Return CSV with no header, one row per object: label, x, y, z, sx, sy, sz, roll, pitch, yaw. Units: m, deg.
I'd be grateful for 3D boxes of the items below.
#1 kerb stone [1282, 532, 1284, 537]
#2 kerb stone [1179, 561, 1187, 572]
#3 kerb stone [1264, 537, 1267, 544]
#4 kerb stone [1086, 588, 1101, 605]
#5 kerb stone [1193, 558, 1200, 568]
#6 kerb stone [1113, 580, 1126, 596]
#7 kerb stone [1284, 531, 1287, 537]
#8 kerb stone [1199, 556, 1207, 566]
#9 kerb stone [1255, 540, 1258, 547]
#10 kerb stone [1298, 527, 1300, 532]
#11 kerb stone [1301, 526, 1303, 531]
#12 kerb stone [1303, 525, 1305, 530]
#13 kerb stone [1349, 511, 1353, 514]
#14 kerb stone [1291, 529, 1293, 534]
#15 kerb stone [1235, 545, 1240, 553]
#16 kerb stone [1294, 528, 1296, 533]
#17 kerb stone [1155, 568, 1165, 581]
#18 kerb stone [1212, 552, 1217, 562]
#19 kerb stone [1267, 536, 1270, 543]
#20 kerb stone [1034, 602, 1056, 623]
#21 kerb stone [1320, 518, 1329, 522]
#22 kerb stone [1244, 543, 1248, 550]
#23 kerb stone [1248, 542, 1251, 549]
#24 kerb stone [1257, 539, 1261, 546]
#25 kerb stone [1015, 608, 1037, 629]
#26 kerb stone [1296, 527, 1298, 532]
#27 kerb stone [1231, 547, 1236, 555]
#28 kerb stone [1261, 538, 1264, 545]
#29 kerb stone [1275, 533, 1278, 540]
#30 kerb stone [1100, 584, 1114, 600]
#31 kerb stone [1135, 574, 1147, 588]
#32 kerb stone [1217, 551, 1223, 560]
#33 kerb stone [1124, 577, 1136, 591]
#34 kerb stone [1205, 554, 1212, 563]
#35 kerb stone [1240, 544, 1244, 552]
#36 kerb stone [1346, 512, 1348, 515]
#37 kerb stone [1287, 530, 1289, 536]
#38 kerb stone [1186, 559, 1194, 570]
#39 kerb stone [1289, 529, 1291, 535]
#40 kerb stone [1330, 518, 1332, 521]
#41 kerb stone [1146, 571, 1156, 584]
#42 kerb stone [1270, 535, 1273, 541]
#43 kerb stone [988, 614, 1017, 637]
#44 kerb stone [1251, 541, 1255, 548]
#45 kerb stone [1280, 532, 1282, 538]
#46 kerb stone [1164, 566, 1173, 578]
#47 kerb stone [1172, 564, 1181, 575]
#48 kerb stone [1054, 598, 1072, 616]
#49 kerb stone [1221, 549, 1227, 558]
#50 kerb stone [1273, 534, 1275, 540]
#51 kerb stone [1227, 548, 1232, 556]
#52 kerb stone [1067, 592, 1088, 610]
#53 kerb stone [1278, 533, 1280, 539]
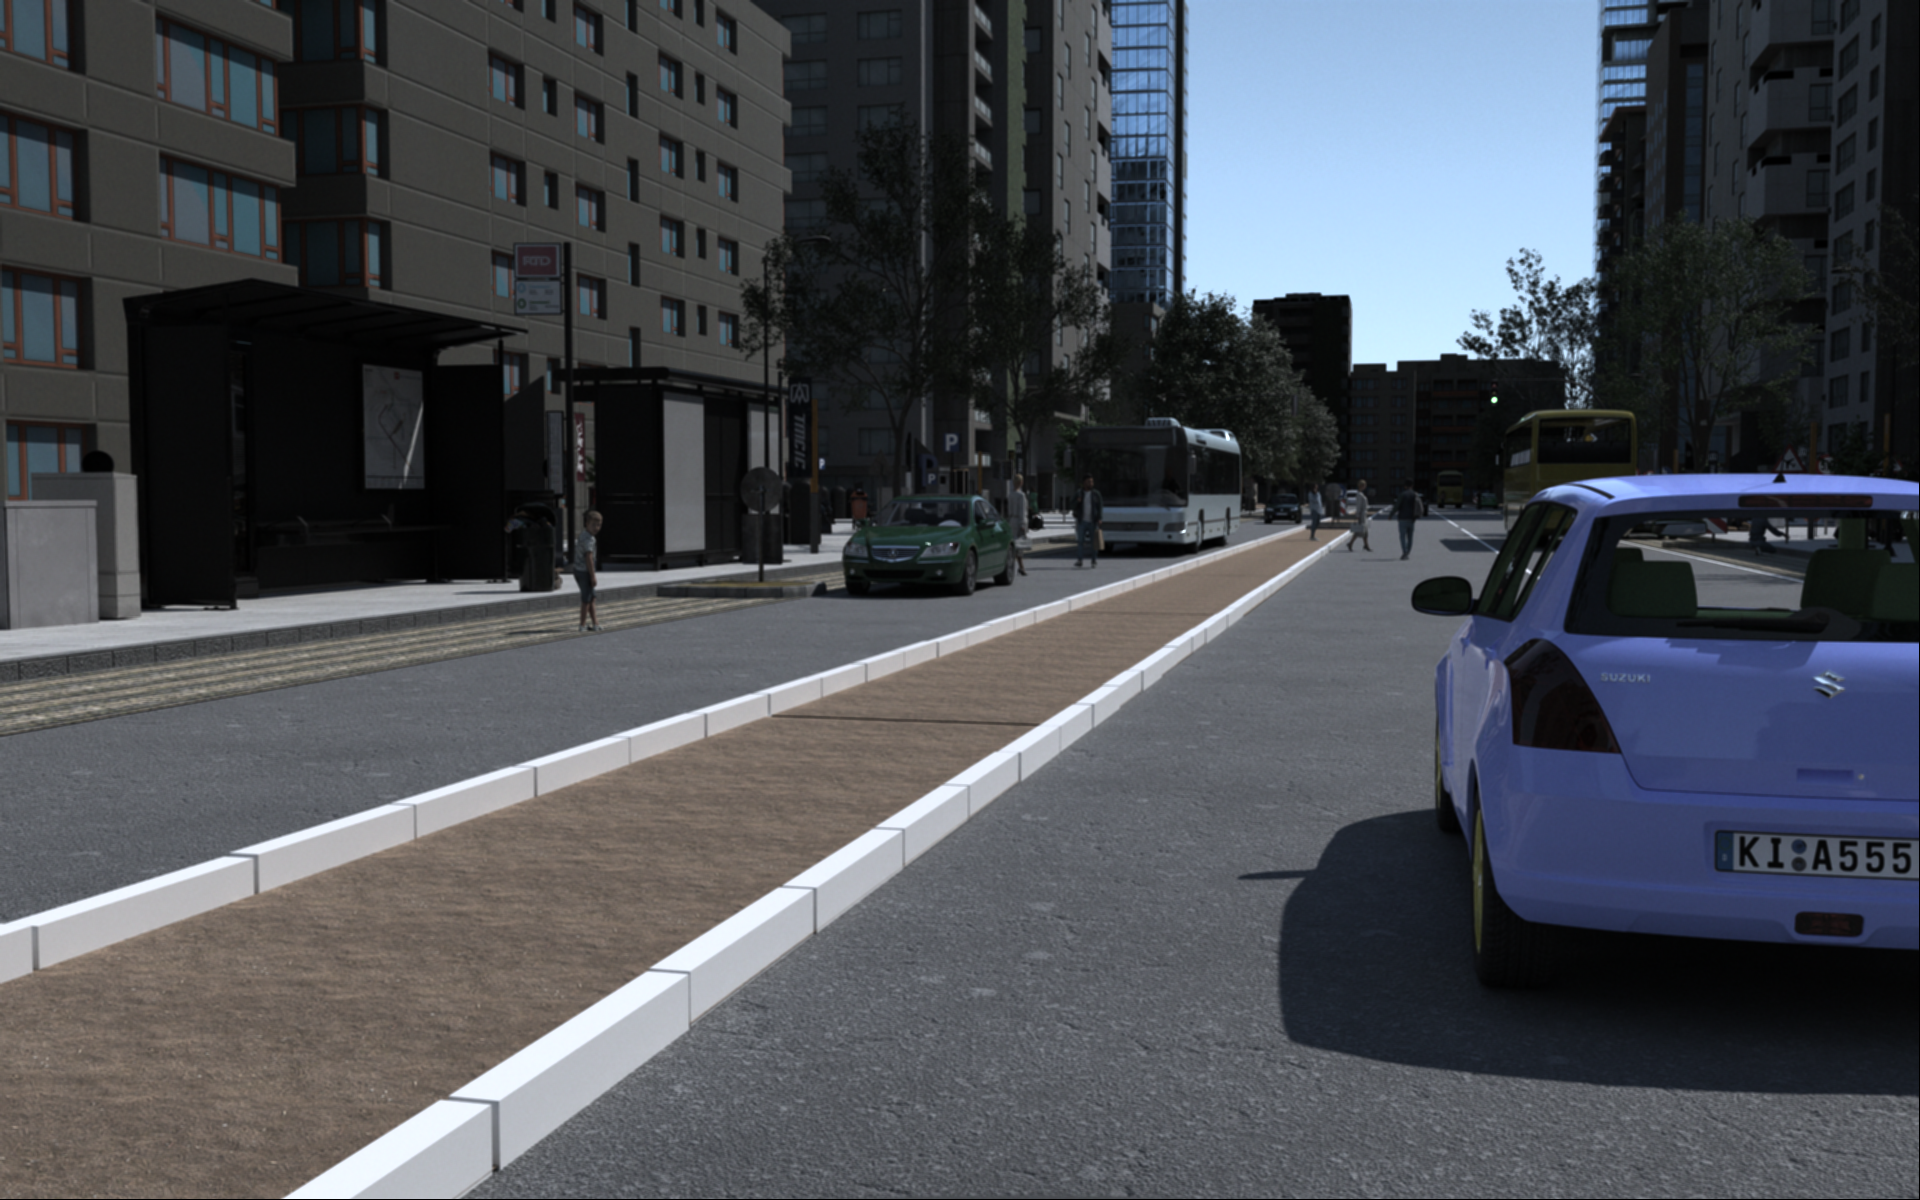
kerb stone,10.361,-2.085,56.277,0.120,0.150,1.000,1,4,14
kerb stone,3.963,-0.568,31.486,0.120,0.150,1.000,1,4,14
kerb stone,8.571,-1.660,49.339,0.120,0.150,1.000,1,4,14
kerb stone,1.660,-0.021,22.541,0.120,0.150,1.000,1,4,14
kerb stone,4.473,-0.689,33.466,0.120,0.150,1.000,1,4,14
kerb stone,2.171,-0.143,24.527,0.120,0.150,1.000,1,4,14
kerb stone,10.618,-2.145,57.269,0.120,0.150,1.000,1,4,14
kerb stone,4.739,-0.750,34.463,0.120,0.150,1.000,1,4,14
kerb stone,7.802,-1.478,46.362,0.120,0.150,1.000,1,4,14
kerb stone,12.414,-2.570,64.216,0.120,0.150,1.000,1,4,14
kerb stone,12.927,-2.688,66.201,0.120,0.150,1.000,1,4,14
kerb stone,13.180,-2.747,67.192,0.120,0.150,1.000,1,4,14
kerb stone,28.426,-6.366,126.280,0.120,0.150,1.000,1,4,14
kerb stone,11.387,-2.318,60.250,0.120,0.150,1.000,1,4,14
kerb stone,6.527,-1.174,41.410,0.120,0.150,1.000,1,4,14
kerb stone,11.900,-2.449,62.236,0.120,0.150,1.000,1,4,14
kerb stone,3.205,-0.386,28.510,0.120,0.150,1.000,1,4,14
kerb stone,5.247,-0.872,36.449,0.120,0.150,1.000,1,4,14
kerb stone,8.833,-1.721,50.330,0.120,0.150,1.000,1,4,14
kerb stone,0.898,0.161,19.569,0.120,0.150,1.000,1,4,14
kerb stone,18.436,-4.000,87.597,0.120,0.150,1.000,1,4,14
kerb stone,7.040,-1.296,43.390,0.120,0.150,1.000,1,4,14
kerb stone,7.299,-1.357,44.379,0.120,0.150,1.000,1,4,14
kerb stone,8.054,-1.537,47.357,0.120,0.150,1.000,1,4,14
kerb stone,0.638,0.224,18.580,0.120,0.150,1.000,1,4,14
kerb stone,12.161,-2.509,63.225,0.120,0.150,1.000,1,4,14
kerb stone,6.268,-1.108,40.419,0.120,0.150,1.000,1,4,14
kerb stone,8.321,-1.587,48.344,0.120,0.150,1.000,1,4,14
kerb stone,9.598,-1.903,53.305,0.120,0.150,1.000,1,4,14
kerb stone,1.916,-0.082,23.530,0.120,0.150,1.000,1,4,14
kerb stone,2.688,-0.264,26.519,0.120,0.150,1.000,1,4,14
kerb stone,5.512,-0.932,37.442,0.120,0.150,1.000,1,4,14
kerb stone,2.427,-0.200,25.521,0.120,0.150,1.000,1,4,14
kerb stone,4.993,-0.809,35.454,0.120,0.150,1.000,1,4,14
kerb stone,6.789,-1.236,42.399,0.120,0.150,1.000,1,4,14
kerb stone,25.360,-5.637,114.381,0.120,0.150,1.000,1,4,14
kerb stone,10.879,-2.206,58.257,0.120,0.150,1.000,1,4,14
kerb stone,4.224,-0.629,32.474,0.120,0.150,1.000,1,4,14
kerb stone,11.133,-2.267,59.254,0.120,0.150,1.000,1,4,14
kerb stone,19.220,-4.181,90.566,0.120,0.150,1.000,1,4,14
kerb stone,2.941,-0.325,27.510,0.120,0.150,1.000,1,4,14
kerb stone,9.090,-1.779,51.319,0.120,0.150,1.000,1,4,14
kerb stone,0.383,0.282,17.590,0.120,0.150,1.000,1,4,14
kerb stone,7.552,-1.417,45.370,0.120,0.150,1.000,1,4,14
kerb stone,10.109,-2.022,55.287,0.120,0.150,1.000,1,4,14
kerb stone,3.454,-0.447,29.502,0.120,0.150,1.000,1,4,14
kerb stone,3.716,-0.506,30.490,0.120,0.150,1.000,1,4,14
kerb stone,1.146,0.109,20.561,0.120,0.150,1.000,1,4,14
kerb stone,5.760,-0.991,38.436,0.120,0.150,1.000,1,4,14
kerb stone,9.338,-1.842,52.311,0.120,0.150,1.000,1,4,14
kerb stone,6.017,-1.054,39.426,0.120,0.150,1.000,1,4,14
kerb stone,1.408,0.039,21.550,0.120,0.150,1.000,1,4,14
kerb stone,9.850,-1.963,54.298,0.120,0.150,1.000,1,4,14
